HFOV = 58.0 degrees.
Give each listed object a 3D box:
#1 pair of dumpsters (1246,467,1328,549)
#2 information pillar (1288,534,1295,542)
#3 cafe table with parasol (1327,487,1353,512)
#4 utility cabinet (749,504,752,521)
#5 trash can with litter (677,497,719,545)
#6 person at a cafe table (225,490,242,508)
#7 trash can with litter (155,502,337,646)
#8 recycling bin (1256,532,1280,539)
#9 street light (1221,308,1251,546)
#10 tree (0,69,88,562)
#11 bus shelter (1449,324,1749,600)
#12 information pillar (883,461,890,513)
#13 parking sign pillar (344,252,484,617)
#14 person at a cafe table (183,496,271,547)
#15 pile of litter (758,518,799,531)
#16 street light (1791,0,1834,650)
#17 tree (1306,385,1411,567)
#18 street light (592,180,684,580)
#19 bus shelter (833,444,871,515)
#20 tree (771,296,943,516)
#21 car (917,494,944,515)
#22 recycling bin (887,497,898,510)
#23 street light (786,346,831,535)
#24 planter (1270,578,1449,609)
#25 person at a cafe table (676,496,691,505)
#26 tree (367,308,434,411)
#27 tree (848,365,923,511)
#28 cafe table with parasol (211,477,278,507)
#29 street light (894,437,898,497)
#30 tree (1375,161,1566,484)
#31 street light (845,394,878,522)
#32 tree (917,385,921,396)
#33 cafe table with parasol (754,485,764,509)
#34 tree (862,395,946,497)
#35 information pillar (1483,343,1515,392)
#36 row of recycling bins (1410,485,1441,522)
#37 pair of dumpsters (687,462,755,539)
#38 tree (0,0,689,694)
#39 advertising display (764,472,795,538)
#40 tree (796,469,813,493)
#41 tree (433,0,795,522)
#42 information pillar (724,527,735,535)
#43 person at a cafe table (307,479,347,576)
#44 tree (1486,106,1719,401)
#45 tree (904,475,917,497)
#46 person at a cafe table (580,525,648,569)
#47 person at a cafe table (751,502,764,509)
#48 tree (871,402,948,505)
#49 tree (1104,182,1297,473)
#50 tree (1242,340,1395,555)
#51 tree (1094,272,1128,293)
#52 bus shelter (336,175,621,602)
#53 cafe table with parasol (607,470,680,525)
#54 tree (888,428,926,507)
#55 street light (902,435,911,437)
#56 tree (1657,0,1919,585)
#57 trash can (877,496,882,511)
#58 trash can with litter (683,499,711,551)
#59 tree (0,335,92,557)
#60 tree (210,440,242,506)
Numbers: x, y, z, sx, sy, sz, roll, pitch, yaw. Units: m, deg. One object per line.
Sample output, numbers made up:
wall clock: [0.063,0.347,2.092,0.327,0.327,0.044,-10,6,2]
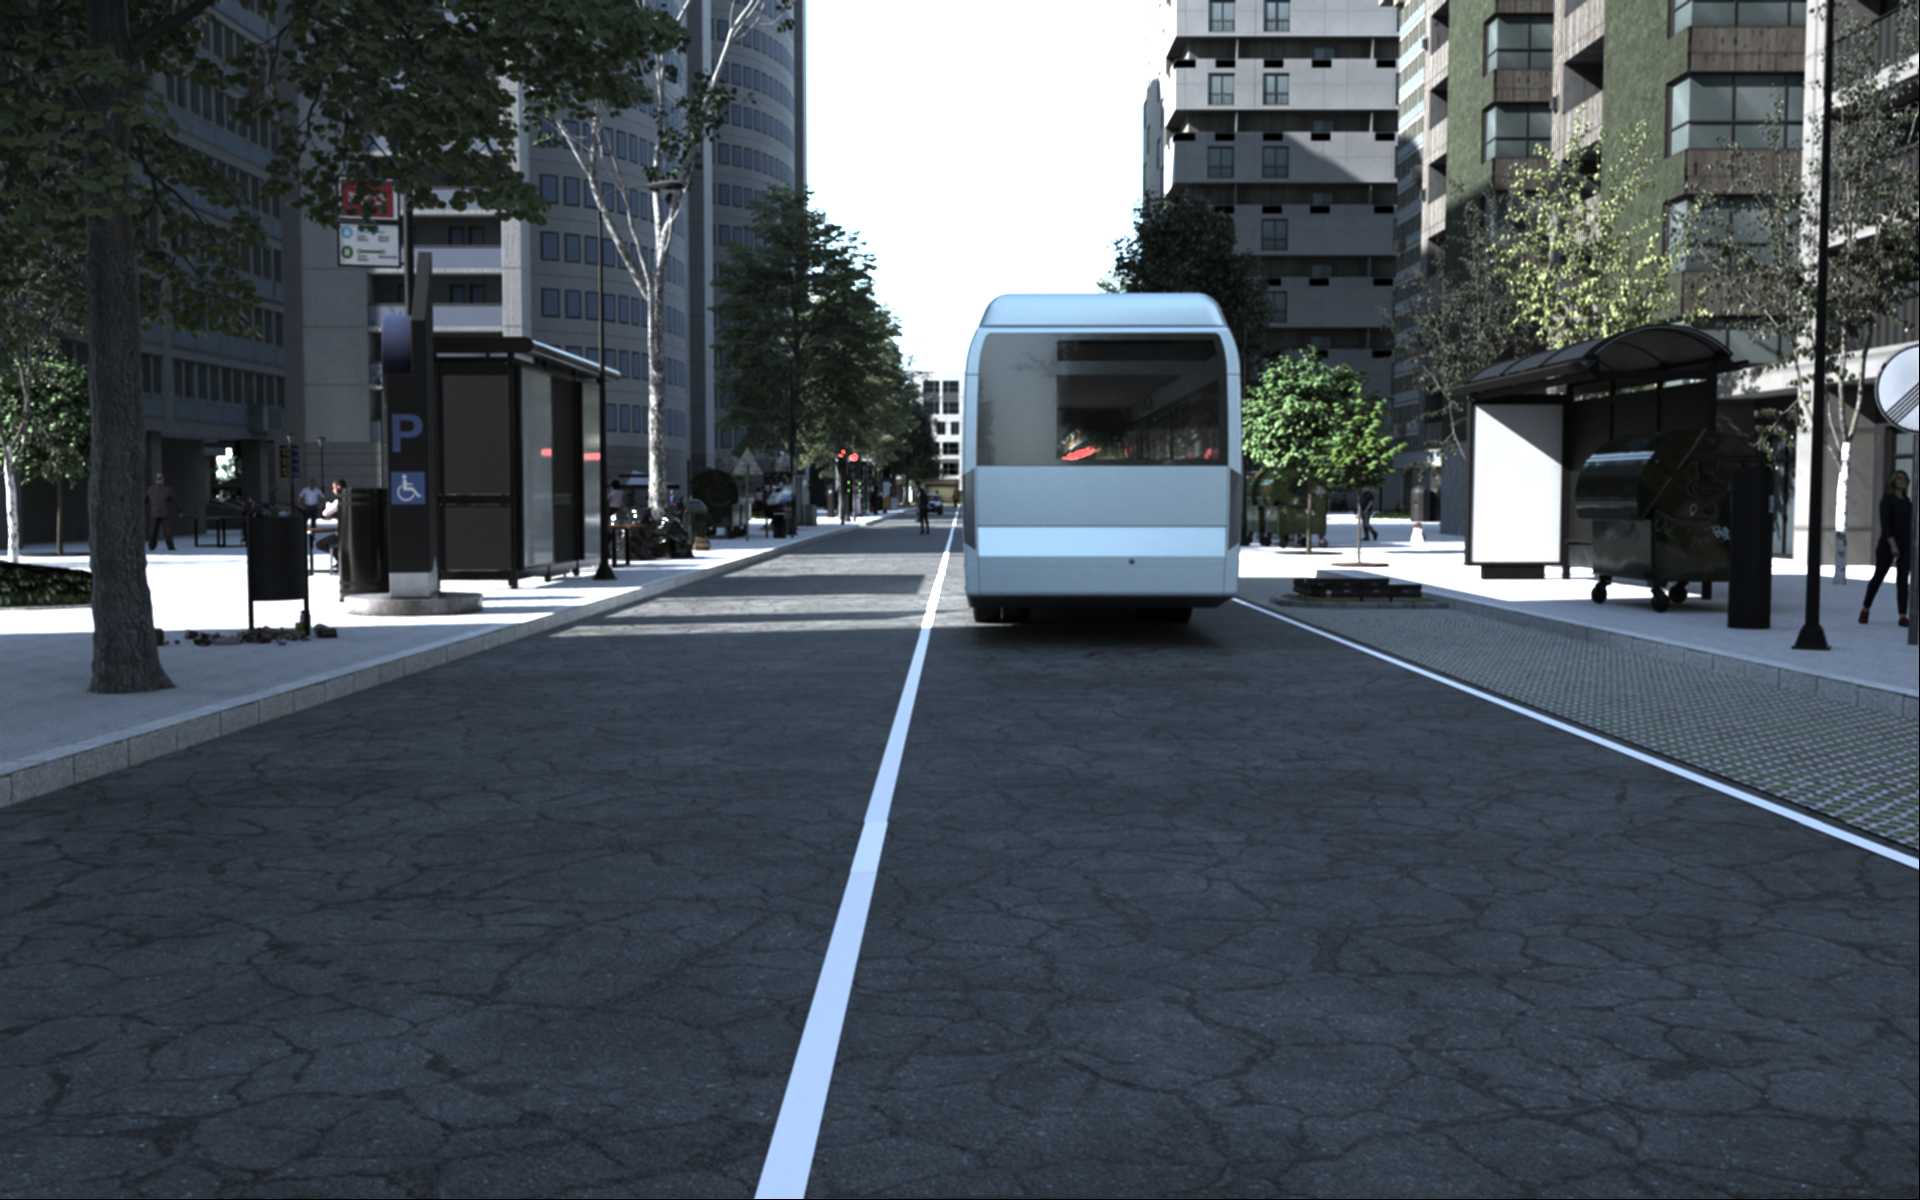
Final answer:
pair of dumpsters: [8.020,-2.462,42.756,1.574,2.255,4.437,0,3,0]
information pillar: [8.847,-2.583,46.716,0.304,2.012,0.304,-2,4,-28]
cafe table with parasol: [27.547,-7.473,127.054,2.610,1.966,2.610,0,4,2]
utility cabinet: [-10.508,-4.497,82.202,1.173,1.500,0.318,-2,4,-27]
trash can with litter: [-6.974,-2.032,44.284,1.678,1.210,2.233,0,4,-5]
person at a cafe table: [-40.129,-5.315,95.417,1.698,1.524,1.622,-3,4,-36]
trash can with litter: [-6.400,-0.251,15.160,2.233,1.210,1.678,-3,5,-45]
recycling bin: [8.887,-2.276,49.772,0.722,1.027,0.722,0,4,8]
street light: [6.481,-4.290,42.690,1.470,5.913,1.316,0,3,0]
tree: [-15.391,-4.726,27.634,4.360,8.622,3.978,0,3,0]
bus shelter: [8.376,-1.805,23.428,2.014,3.302,5.546,0,3,0]
information pillar: [-4.935,-7.611,115.789,0.504,3.616,0.183,-1,4,-18]
parking sign pillar: [-5.934,-1.851,18.734,1.447,3.967,1.447,-1,4,-13]
person at a cafe table: [-17.796,-1.936,42.511,1.698,1.238,1.726,3,4,38]
pile of litter: [-6.293,-2.891,61.232,1.719,0.858,1.176,2,4,35]
street light: [6.534,-2.549,14.217,1.470,5.913,1.316,0,3,0]
tree: [7.131,-2.221,30.913,1.663,3.219,1.824,0,3,0]
street light: [-4.793,-3.258,25.815,1.470,5.913,1.316,0,3,0]
bus shelter: [-7.037,-8.202,111.742,2.179,5.291,8.768,0,3,0]
tree: [-5.940,-11.627,100.464,12.009,13.543,11.850,0,3,0]
car: [-2.095,-6.771,120.497,2.009,1.686,4.222,0,4,1]
recycling bin: [-5.321,-7.534,135.731,0.722,1.027,0.722,-3,5,-41]
street light: [-4.742,-5.000,54.288,1.470,5.913,1.316,0,3,0]
planter: [5.078,-0.081,22.468,1.991,0.319,1.994,0,3,0]
person at a cafe table: [-14.637,-5.247,94.300,1.698,1.524,1.622,1,4,15]
tree: [-21.352,-7.206,68.173,4.360,8.622,3.978,0,3,0]
tree: [-6.355,-12.466,129.575,9.928,11.665,9.643,0,3,0]
cafe table with parasol: [-27.860,-3.814,67.219,2.610,1.966,2.610,-2,4,-23]
street light: [-4.737,-8.331,108.757,1.470,5.913,1.316,0,3,0]
tree: [11.659,-5.423,39.031,4.360,8.622,3.978,0,3,0]
street light: [-4.659,-6.590,80.284,1.470,5.913,1.316,0,3,0]
tree: [-5.909,-8.897,63.592,7.486,12.596,7.792,0,3,0]
cafe table with parasol: [-13.910,-7.319,124.523,2.610,1.966,2.610,1,4,12]
tree: [-5.640,-12.734,142.617,8.767,10.594,7.601,-1,4,-14]
information pillar: [8.402,-2.183,27.053,0.504,3.616,0.183,3,4,37]
row of recycling bins: [22.579,-4.492,80.557,3.534,1.692,1.069,-1,4,-22]
pair of dumpsters: [-7.080,-2.990,51.373,1.574,2.255,4.437,0,3,0]
tree: [-5.204,-5.655,10.590,7.486,12.596,7.792,0,3,0]
advertising display: [-5.256,-2.764,50.413,0.974,1.923,0.123,2,4,24]
tree: [-12.158,-8.532,134.104,1.663,3.219,1.824,0,3,0]
tree: [-8.034,-11.129,37.855,12.611,20.169,13.585,0,3,0]
information pillar: [-7.255,-3.062,54.552,0.304,2.012,0.304,-2,4,-24]
person at a cafe table: [-10.212,-1.174,27.716,1.622,1.524,1.698,0,4,3]
tree: [12.349,-5.107,33.858,4.737,8.622,4.395,0,3,0]
tree: [-6.030,-17.098,229.911,4.360,8.622,3.978,0,3,0]
person at a cafe table: [-6.563,-1.193,30.361,1.698,1.238,1.726,0,4,8]
person at a cafe table: [-13.097,-6.670,117.576,1.698,1.524,1.622,1,4,11]
tree: [-6.236,-17.634,205.316,9.611,12.733,9.660,0,3,0]
tree: [8.134,-8.994,64.058,9.611,12.733,9.660,0,3,0]
tree: [7.489,-3.252,36.888,4.285,4.588,4.351,0,3,0]
tree: [7.852,-10.418,88.467,7.486,12.596,7.792,0,3,0]
bus shelter: [-6.752,-2.871,24.578,2.179,5.291,8.768,0,3,0]
cafe table with parasol: [-9.400,-2.752,49.864,2.610,1.966,2.610,1,4,10]
tree: [-5.949,-15.023,195.993,4.737,8.622,4.395,0,3,0]
street light: [-4.608,-10.073,137.230,1.470,5.913,1.316,0,3,0]
tree: [12.470,-4.540,24.595,4.360,8.622,3.978,0,3,0]
trash can: [-6.233,-7.415,132.887,0.748,1.137,0.748,0,3,0]
trash can with litter: [-5.957,-1.732,39.700,0.624,1.170,1.055,-2,4,-26]
tree: [-18.767,-3.192,35.903,4.285,4.588,4.351,0,3,0]
tree: [-58.651,-14.278,135.261,13.155,14.587,18.604,-1,4,-15]
